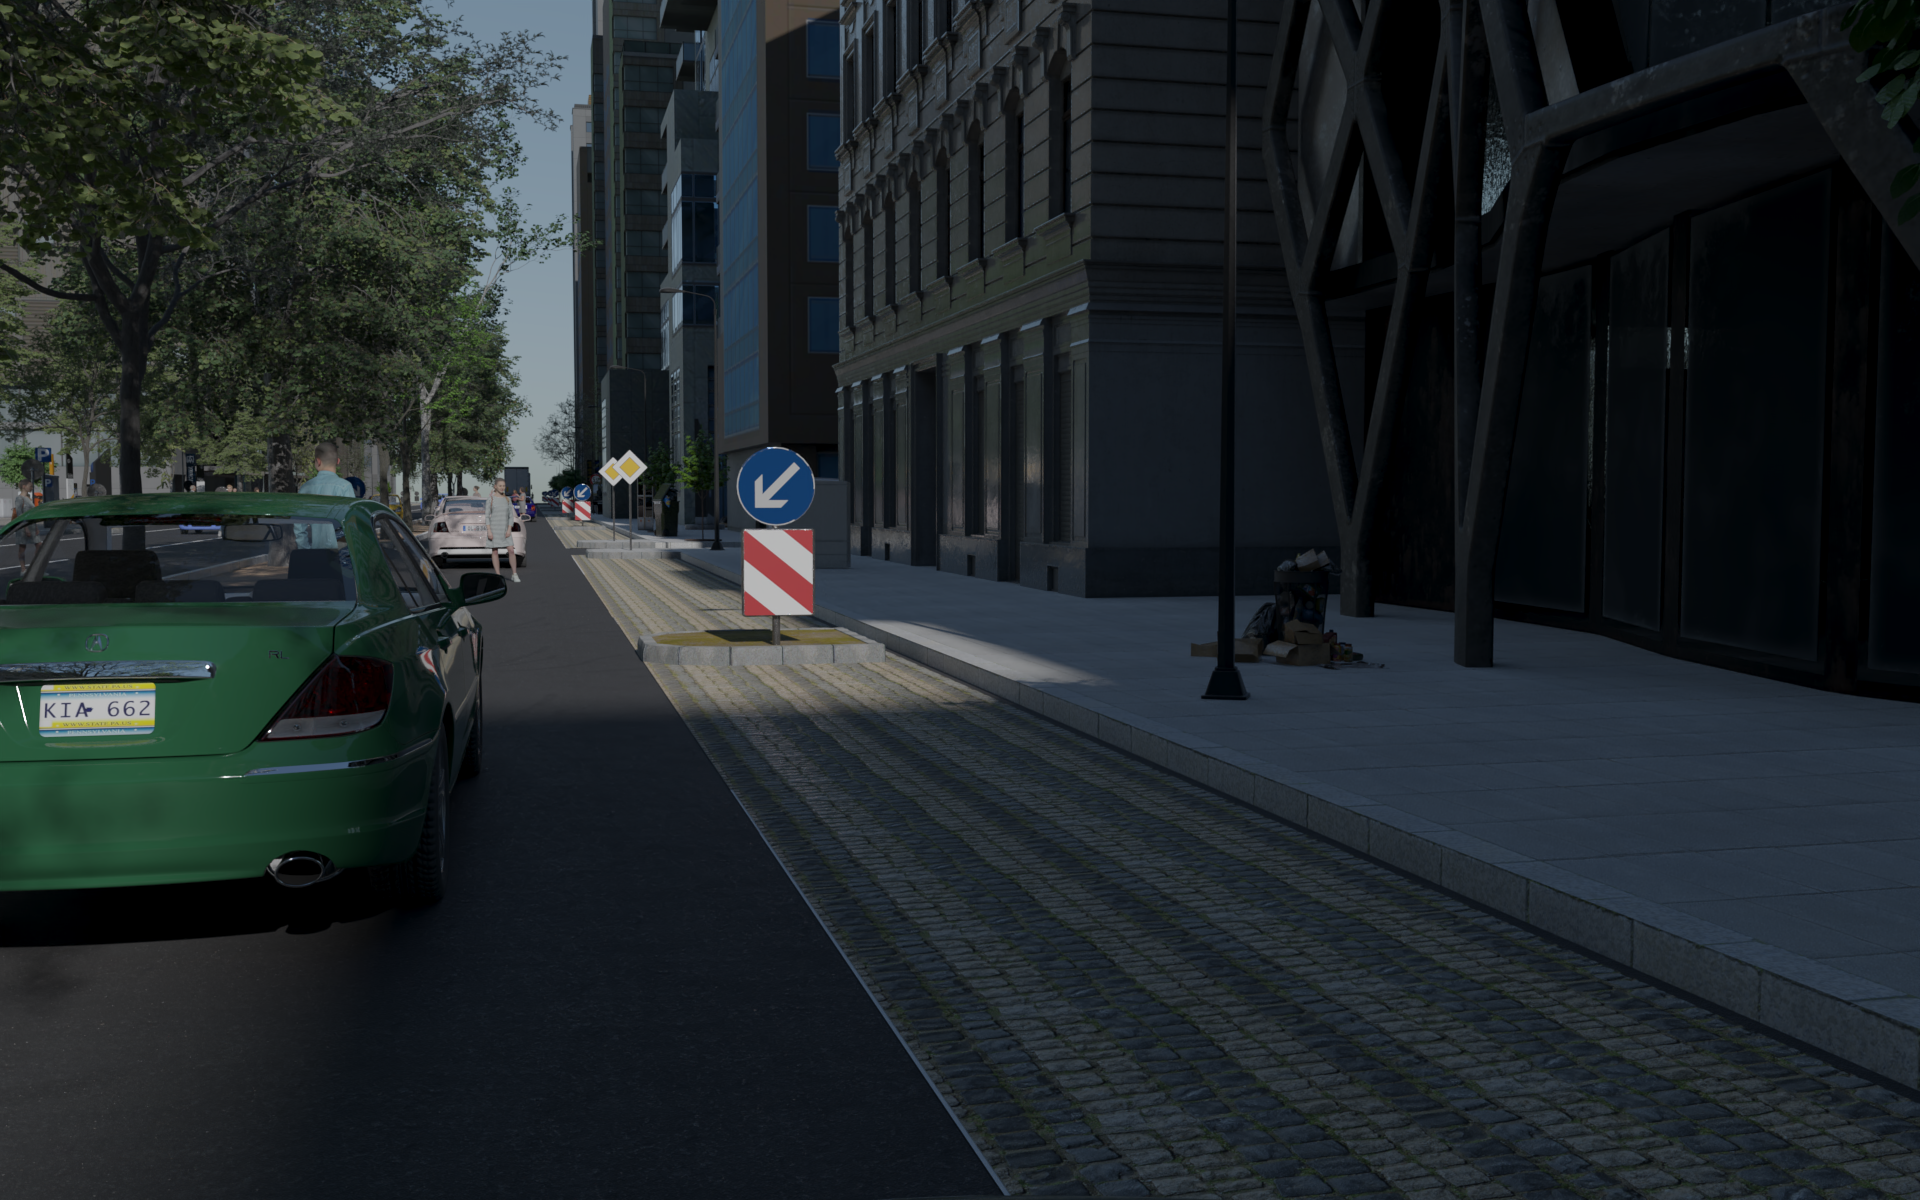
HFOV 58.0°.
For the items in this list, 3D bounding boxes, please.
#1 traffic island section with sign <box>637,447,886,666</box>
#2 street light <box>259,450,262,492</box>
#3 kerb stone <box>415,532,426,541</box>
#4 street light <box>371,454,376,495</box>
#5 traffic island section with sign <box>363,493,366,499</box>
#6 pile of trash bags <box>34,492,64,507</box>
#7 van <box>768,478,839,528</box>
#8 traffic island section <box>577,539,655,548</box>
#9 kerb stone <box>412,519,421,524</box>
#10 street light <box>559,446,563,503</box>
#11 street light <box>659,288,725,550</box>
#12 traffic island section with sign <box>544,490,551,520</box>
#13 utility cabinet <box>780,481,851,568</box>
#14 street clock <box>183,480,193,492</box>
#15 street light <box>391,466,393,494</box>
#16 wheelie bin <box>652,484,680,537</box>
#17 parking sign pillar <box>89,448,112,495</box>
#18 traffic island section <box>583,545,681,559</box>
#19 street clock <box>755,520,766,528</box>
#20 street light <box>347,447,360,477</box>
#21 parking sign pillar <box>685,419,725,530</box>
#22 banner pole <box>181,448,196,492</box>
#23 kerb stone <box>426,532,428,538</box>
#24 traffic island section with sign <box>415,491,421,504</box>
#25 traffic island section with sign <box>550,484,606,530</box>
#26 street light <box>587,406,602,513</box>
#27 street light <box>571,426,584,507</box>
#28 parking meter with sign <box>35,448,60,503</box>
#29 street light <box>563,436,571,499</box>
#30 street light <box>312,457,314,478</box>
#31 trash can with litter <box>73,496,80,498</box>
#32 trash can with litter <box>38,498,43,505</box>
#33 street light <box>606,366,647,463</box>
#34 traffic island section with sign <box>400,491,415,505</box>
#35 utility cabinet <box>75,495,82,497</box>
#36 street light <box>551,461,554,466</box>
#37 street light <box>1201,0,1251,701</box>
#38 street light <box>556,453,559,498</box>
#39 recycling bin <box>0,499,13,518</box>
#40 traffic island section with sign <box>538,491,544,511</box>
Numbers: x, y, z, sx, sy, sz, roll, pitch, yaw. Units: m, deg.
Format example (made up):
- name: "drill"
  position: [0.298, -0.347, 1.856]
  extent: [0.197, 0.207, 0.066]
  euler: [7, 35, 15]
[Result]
- name: "traffic island section with sign"
  position: [-1.832, -0.410, 15.337]
  extent: [1.989, 1.847, 2.006]
  euler: [-1, 4, -14]
- name: "street light"
  position: [-46.527, -8.810, 116.591]
  extent: [1.470, 5.913, 1.316]
  euler: [-1, 4, -14]
- name: "kerb stone"
  position: [-16.991, -1.976, 54.506]
  extent: [0.120, 0.150, 1.000]
  euler: [-1, 4, -14]
- name: "street light"
  position: [-66.724, -13.803, 198.227]
  extent: [1.470, 5.913, 1.316]
  euler: [-1, 4, -14]
- name: "traffic island section with sign"
  position: [-57.232, -9.625, 166.004]
  extent: [1.989, 1.847, 2.006]
  euler: [-1, 4, -14]
- name: "pile of trash bags"
  position: [-50.541, -5.321, 96.744]
  extent: [3.447, 1.369, 1.912]
  euler: [2, 4, 23]
- name: "van"
  position: [-2.772, -2.246, 43.739]
  extent: [4.112, 2.044, 2.013]
  euler: [-1, 4, -15]
- name: "traffic island section"
  position: [-9.392, -1.521, 47.145]
  extent: [2.009, 0.180, 2.903]
  euler: [-1, 4, -14]
- name: "kerb stone"
  position: [-26.935, -3.887, 85.833]
  extent: [0.120, 0.150, 1.000]
  euler: [-1, 4, -14]
- name: "street light"
  position: [-37.471, -11.842, 166.153]
  extent: [1.470, 5.913, 1.316]
  euler: [-1, 4, -14]
- name: "street light"
  position: [-6.073, -4.080, 39.253]
  extent: [1.470, 5.913, 1.316]
  euler: [-1, 4, -14]
- name: "traffic island section with sign"
  position: [-21.678, -5.293, 95.172]
  extent: [1.989, 1.847, 2.006]
  euler: [-1, 4, -14]
- name: "utility cabinet"
  position: [-2.488, -1.295, 29.851]
  extent: [1.173, 1.500, 0.318]
  euler: [0, 4, 8]
- name: "street clock"
  position: [-40.819, -5.324, 91.614]
  extent: [0.471, 2.002, 0.358]
  euler: [-2, 4, -30]
- name: "street light"
  position: [-73.596, -15.508, 226.094]
  extent: [1.470, 5.913, 1.316]
  euler: [-1, 4, -14]
- name: "wheelie bin"
  position: [-9.170, -2.819, 53.994]
  extent: [0.693, 1.594, 0.980]
  euler: [0, 4, -5]
- name: "parking sign pillar"
  position: [-49.559, -6.814, 99.882]
  extent: [1.447, 3.967, 1.447]
  euler: [1, 4, 14]
- name: "traffic island section"
  position: [-7.466, -1.047, 39.395]
  extent: [2.009, 0.180, 2.903]
  euler: [-1, 4, -14]
- name: "street clock"
  position: [-4.218, -1.963, 36.663]
  extent: [0.471, 2.002, 0.358]
  euler: [-3, 4, -38]
- name: "street light"
  position: [-60.377, -12.221, 172.358]
  extent: [1.470, 5.913, 1.316]
  euler: [-1, 4, -14]
- name: "parking sign pillar"
  position: [-9.248, -4.539, 62.691]
  extent: [1.447, 3.967, 1.447]
  euler: [0, 4, 5]
- name: "banner pole"
  position: [-41.986, -6.370, 94.169]
  extent: [0.863, 3.779, 0.401]
  euler: [-1, 4, -14]
- name: "kerb stone"
  position: [-17.236, -2.037, 55.498]
  extent: [0.120, 0.150, 1.000]
  euler: [-1, 4, -14]
- name: "traffic island section with sign"
  position: [-77.165, -14.532, 246.229]
  extent: [1.989, 1.847, 2.006]
  euler: [-1, 4, -14]
- name: "traffic island section with sign"
  position: [-15.171, -3.693, 69.011]
  extent: [1.989, 1.847, 2.006]
  euler: [-1, 4, -14]
- name: "street light"
  position: [-18.833, -7.248, 91.044]
  extent: [1.470, 5.913, 1.316]
  euler: [-1, 4, -14]
- name: "street light"
  position: [-25.824, -8.971, 119.212]
  extent: [1.470, 5.913, 1.316]
  euler: [-1, 4, -14]
- name: "parking meter with sign"
  position: [-34.519, -4.254, 65.809]
  extent: [0.543, 3.016, 1.738]
  euler: [-1, 4, -11]
- name: "street light"
  position: [-30.665, -10.136, 138.271]
  extent: [1.470, 5.913, 1.316]
  euler: [-1, 4, -14]
- name: "street light"
  position: [-53.385, -10.515, 144.460]
  extent: [1.470, 5.913, 1.316]
  euler: [-1, 4, -14]
- name: "trash can with litter"
  position: [-37.839, -3.865, 74.250]
  extent: [2.233, 1.210, 1.678]
  euler: [3, 5, 44]
- name: "trash can with litter"
  position: [-46.277, -4.633, 87.138]
  extent: [1.055, 1.170, 0.624]
  euler: [1, 4, 14]
- name: "street light"
  position: [-11.948, -5.522, 62.834]
  extent: [1.470, 5.913, 1.316]
  euler: [-1, 4, -14]
- name: "traffic island section with sign"
  position: [-70.536, -12.900, 219.542]
  extent: [1.989, 1.847, 2.006]
  euler: [-1, 4, -14]
- name: "utility cabinet"
  position: [-45.068, -4.743, 88.702]
  extent: [0.306, 1.237, 1.020]
  euler: [-3, 4, -37]
- name: "street light"
  position: [-50.392, -15.013, 218.001]
  extent: [1.470, 5.913, 1.316]
  euler: [-1, 4, -14]
- name: "street light"
  position: [1.149, -2.329, 10.620]
  extent: [1.470, 5.913, 1.316]
  euler: [-1, 4, -14]
- name: "street light"
  position: [-44.476, -13.564, 194.308]
  extent: [1.470, 5.913, 1.316]
  euler: [-1, 4, -14]
- name: "recycling bin"
  position: [-52.083, -4.994, 94.213]
  extent: [0.722, 1.027, 0.722]
  euler: [1, 4, 15]
- name: "traffic island section with sign"
  position: [-33.673, -8.246, 143.457]
  extent: [1.989, 1.847, 2.006]
  euler: [-1, 4, -14]
